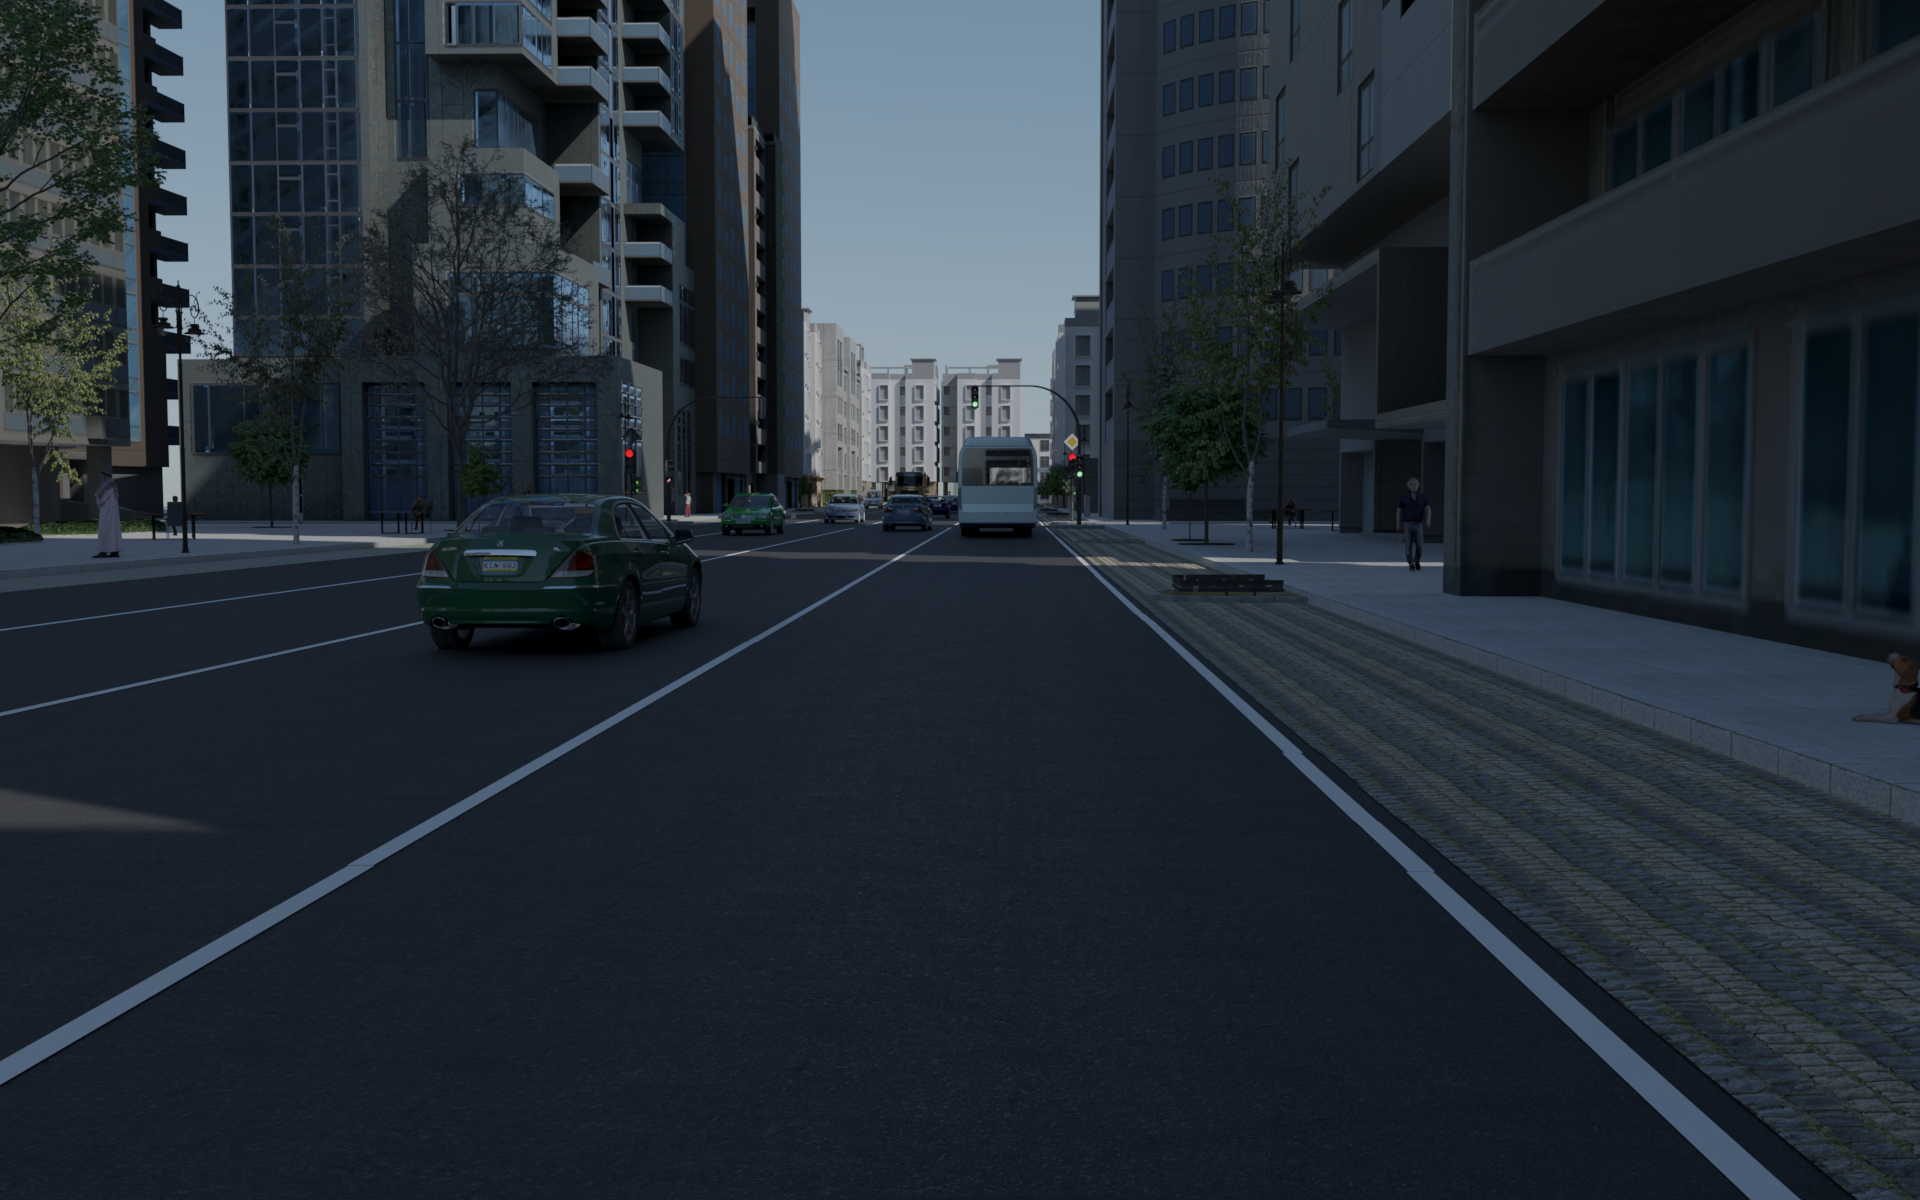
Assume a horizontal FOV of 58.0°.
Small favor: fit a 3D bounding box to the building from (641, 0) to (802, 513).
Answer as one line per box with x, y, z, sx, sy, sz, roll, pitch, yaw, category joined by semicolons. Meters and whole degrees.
-21.197;-30.384;146.894;14.600;45.320;14.200;0;4;2;building

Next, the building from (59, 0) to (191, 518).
-49.374;-26.737;87.256;14.200;45.320;14.600;0;4;2;building

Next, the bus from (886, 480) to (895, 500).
-6.599;-12.489;199.059;2.948;3.499;13.247;0;4;2;bus

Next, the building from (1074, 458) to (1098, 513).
18.622;-41.659;119.379;20.563;71.187;20.611;0;4;2;building

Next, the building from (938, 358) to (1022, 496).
3.155;-23.918;247.485;11.380;20.091;16.016;0;4;2;building

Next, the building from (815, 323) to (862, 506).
-20.740;-20.106;195.193;16.747;18.905;31.486;0;4;2;building

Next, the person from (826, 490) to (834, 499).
-13.008;-10.278;174.795;1.217;1.736;0.721;3;5;39;person

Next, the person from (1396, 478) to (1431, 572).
7.600;-1.255;28.773;0.471;1.553;0.569;-3;5;-44;person

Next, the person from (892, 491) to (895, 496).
-6.341;-9.508;164.642;0.721;1.739;1.217;1;4;18;person

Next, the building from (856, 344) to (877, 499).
-17.434;-22.469;223.794;11.380;20.091;16.016;0;4;2;building

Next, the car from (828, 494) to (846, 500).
-11.216;-9.240;161.293;2.015;1.641;3.980;0;4;2;car

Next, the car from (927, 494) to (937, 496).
-3.234;-11.235;195.693;2.014;1.417;4.499;0;4;0;car

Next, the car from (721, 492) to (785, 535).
-7.338;-3.227;61.565;1.959;1.807;4.718;0;4;2;car

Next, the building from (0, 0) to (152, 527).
-41.838;-22.255;55.743;23.993;40.220;32.217;0;4;2;building

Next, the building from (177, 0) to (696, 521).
-26.646;-47.791;94.048;22.319;86.520;31.000;0;4;2;building

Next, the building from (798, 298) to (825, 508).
-21.880;-19.411;173.786;16.016;20.091;11.380;0;4;2;building

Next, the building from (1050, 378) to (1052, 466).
19.763;-22.531;224.795;16.016;20.091;11.380;0;4;2;building

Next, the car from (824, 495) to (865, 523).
-5.735;-4.544;86.293;2.014;1.417;4.499;0;4;2;car

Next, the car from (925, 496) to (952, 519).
-1.445;-5.501;102.523;1.945;1.354;3.894;0;4;0;car

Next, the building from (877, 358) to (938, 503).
-8.818;-23.924;247.580;11.380;20.091;16.016;0;4;2;building

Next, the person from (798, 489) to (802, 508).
-14.426;-9.132;156.277;0.530;1.710;0.541;2;4;25;person

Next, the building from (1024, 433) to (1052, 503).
23.094;-18.444;243.706;28.070;9.664;9.099;0;4;2;building

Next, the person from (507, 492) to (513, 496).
-18.024;-3.628;69.270;0.340;1.345;0.435;-3;5;-44;person

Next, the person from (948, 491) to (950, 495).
-1.013;-10.410;179.525;0.721;1.723;1.217;1;4;22;person

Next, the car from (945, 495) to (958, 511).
-0.687;-6.987;126.821;1.945;1.354;3.894;0;4;2;car

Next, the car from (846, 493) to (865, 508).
-8.574;-7.848;138.101;2.009;1.686;4.222;0;4;3;car

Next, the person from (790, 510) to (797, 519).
-9.415;-4.835;98.035;0.381;0.543;0.357;-1;4;-20;person

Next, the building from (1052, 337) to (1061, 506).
19.538;-20.592;203.131;16.747;18.905;31.486;0;4;2;building

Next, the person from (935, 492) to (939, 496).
-3.158;-13.874;236.062;1.217;1.743;0.721;-3;5;-39;person

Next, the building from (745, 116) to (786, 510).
-21.328;-22.073;132.599;14.160;30.474;14.107;0;4;2;building

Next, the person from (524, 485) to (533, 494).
-15.727;-3.375;62.934;0.444;1.614;0.593;-1;4;-9;person

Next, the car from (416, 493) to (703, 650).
-3.855;-0.342;17.395;2.131;1.459;4.920;0;4;4;car

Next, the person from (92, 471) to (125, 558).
-17.198;-1.724;34.898;0.621;1.740;0.551;-2;4;-32;person

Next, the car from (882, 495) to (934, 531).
-2.061;-3.444;68.314;2.014;1.417;4.499;0;4;3;car

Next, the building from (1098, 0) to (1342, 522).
21.802;-33.456;89.012;28.212;58.520;21.231;0;4;2;building

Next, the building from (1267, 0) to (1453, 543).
23.110;-27.722;42.498;28.713;52.752;27.495;0;4;2;building

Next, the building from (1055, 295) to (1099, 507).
17.440;-19.184;170.083;16.016;20.091;11.380;0;4;2;building

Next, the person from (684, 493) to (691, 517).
-15.212;-5.298;96.575;0.340;1.345;0.435;0;4;7;person

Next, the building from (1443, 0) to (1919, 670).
16.639;-23.646;10.311;21.300;48.544;21.600;0;4;2;building

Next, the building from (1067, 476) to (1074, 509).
25.274;-27.555;142.405;32.217;40.220;23.993;0;4;2;building

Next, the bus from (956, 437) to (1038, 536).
1.270;-4.120;62.228;2.948;3.499;13.247;0;4;0;bus
